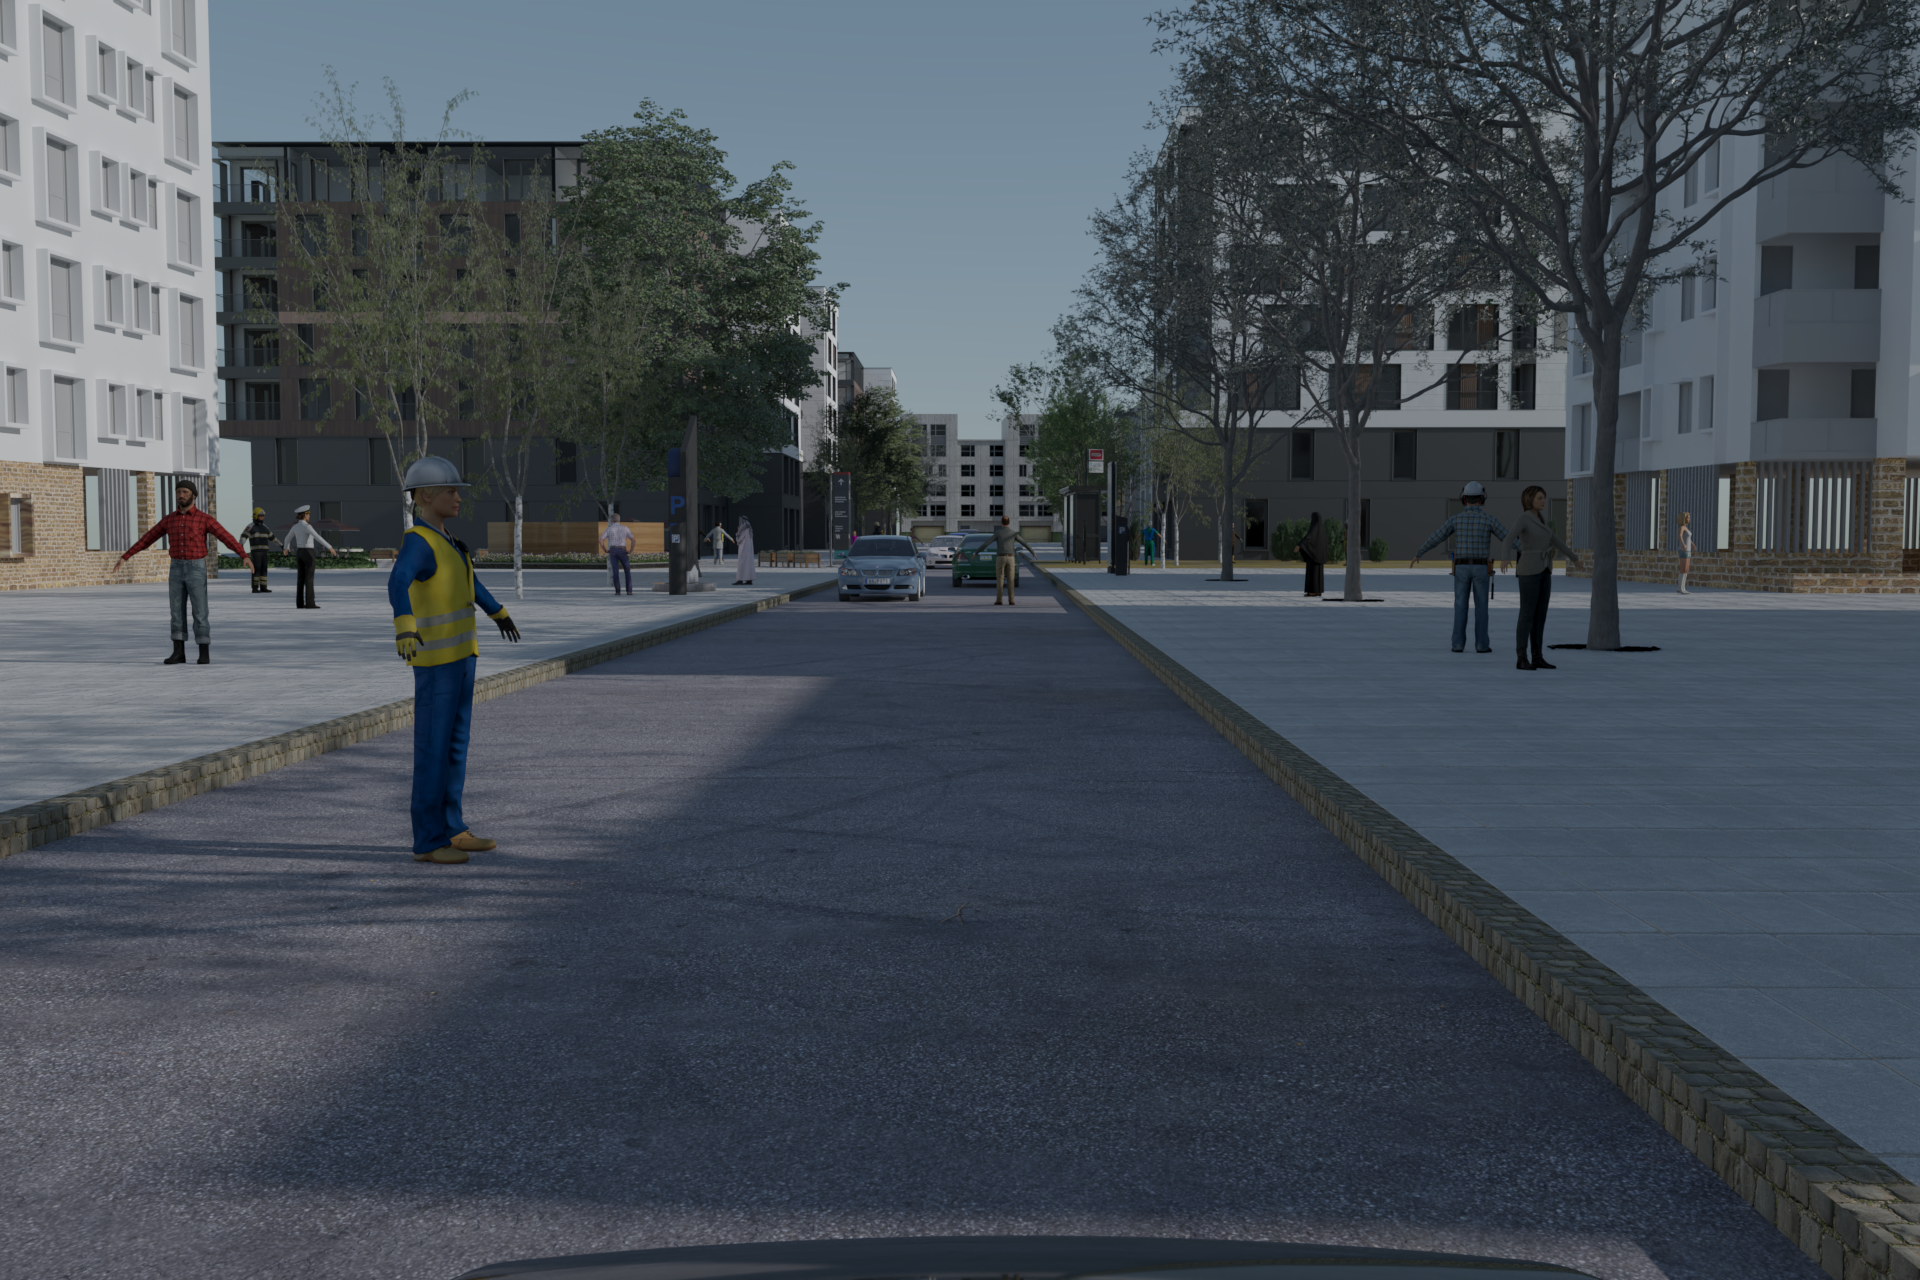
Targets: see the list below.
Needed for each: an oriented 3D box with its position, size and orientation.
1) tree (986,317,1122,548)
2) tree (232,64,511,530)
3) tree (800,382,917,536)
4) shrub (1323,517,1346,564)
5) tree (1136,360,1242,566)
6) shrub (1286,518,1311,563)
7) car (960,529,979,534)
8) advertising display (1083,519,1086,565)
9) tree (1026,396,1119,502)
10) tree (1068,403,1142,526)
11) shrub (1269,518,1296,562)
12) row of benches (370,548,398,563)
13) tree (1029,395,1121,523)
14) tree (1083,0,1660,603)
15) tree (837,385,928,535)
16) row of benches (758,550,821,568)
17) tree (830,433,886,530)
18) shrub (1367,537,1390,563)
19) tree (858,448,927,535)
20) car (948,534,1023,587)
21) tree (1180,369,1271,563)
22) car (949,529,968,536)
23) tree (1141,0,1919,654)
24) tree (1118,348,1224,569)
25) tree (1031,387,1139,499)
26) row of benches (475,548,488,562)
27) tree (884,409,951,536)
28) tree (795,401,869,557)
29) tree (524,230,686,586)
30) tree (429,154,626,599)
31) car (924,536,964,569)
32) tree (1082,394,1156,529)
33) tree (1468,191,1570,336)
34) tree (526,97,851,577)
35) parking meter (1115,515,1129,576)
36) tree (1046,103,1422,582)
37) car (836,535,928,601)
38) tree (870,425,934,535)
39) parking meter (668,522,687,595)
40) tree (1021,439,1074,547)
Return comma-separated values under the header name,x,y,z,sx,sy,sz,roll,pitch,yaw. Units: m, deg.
name,x,y,z,sx,sy,sz,roll,pitch,yaw
tree,8.580,-18.138,152.440,12.611,20.169,13.585,0,3,0
tree,-8.598,-4.719,27.519,4.360,8.622,3.978,0,3,0
tree,-6.134,-10.472,105.632,7.601,10.594,8.767,-1,4,-17
shrub,15.705,-4.233,73.251,1.661,2.075,1.752,0,3,0
tree,8.701,-7.357,70.642,4.360,8.622,3.978,0,3,0
shrub,15.470,-4.522,77.969,1.661,2.075,1.752,0,3,0
car,0.712,-8.035,140.038,2.281,1.827,5.304,0,4,1
advertising display,5.226,-4.128,72.702,0.123,1.923,0.974,0,4,2
tree,8.874,-12.513,130.351,9.928,11.665,9.643,0,3,0
tree,8.174,-8.797,94.190,4.360,8.622,3.978,0,3,0
shrub,15.227,-4.686,80.661,1.661,2.075,1.752,0,3,0
row of benches,-24.449,-3.801,77.611,4.104,0.672,1.422,0,4,0
tree,9.530,-13.618,140.784,7.486,12.596,7.792,0,3,0
tree,7.423,-7.466,32.436,12.009,13.543,11.850,0,3,0
tree,-6.282,-13.121,132.660,7.486,12.596,7.792,0,3,0
row of benches,-6.618,-3.169,67.276,1.422,0.672,4.104,-2,4,-34
tree,-7.354,-10.220,117.465,4.360,8.622,3.978,0,3,0
shrub,18.802,-4.081,77.845,1.383,1.207,1.383,0,3,0
tree,-6.370,-13.374,153.083,7.601,10.594,8.767,1,4,13
car,0.708,-2.217,48.044,2.131,1.459,4.920,0,4,1
tree,11.599,-7.754,77.148,4.360,8.622,3.978,0,3,0
car,-0.061,-5.532,100.047,1.945,1.707,3.694,0,4,1
tree,7.108,-6.640,18.939,12.009,13.543,11.850,0,3,0
tree,7.366,-6.954,64.062,4.360,8.622,3.978,0,3,0
tree,8.776,-11.906,120.411,9.928,11.665,9.643,0,3,0
row of benches,-20.349,-3.958,80.180,4.104,0.672,1.422,-2,4,-35
tree,-5.776,-15.821,169.043,12.009,13.543,11.850,0,3,0
tree,-7.190,-8.911,96.052,4.360,8.622,3.978,0,3,0
tree,-8.521,-5.604,41.989,4.360,8.622,3.978,0,3,0
tree,-8.768,-5.106,33.842,4.360,8.622,3.978,0,3,0
car,-0.441,-3.646,71.966,2.083,1.381,4.827,0,4,1
tree,8.268,-8.553,90.197,4.360,8.622,3.978,0,3,0
tree,27.493,-13.247,72.470,12.611,20.169,13.585,0,3,0
tree,-8.062,-8.832,51.062,9.857,13.997,8.962,0,3,0
parking meter,5.001,-2.920,53.448,0.399,1.863,0.255,0,4,1
tree,7.412,-8.349,46.880,12.009,13.543,11.850,0,3,0
car,-1.695,-1.615,38.410,2.014,1.417,4.499,0,4,1
tree,-5.648,-12.770,143.208,7.601,10.594,8.767,-1,4,-21
parking meter,-5.950,-1.716,36.469,0.372,1.533,0.369,0,3,0
tree,9.998,-14.873,168.936,9.928,11.665,9.643,0,3,0
